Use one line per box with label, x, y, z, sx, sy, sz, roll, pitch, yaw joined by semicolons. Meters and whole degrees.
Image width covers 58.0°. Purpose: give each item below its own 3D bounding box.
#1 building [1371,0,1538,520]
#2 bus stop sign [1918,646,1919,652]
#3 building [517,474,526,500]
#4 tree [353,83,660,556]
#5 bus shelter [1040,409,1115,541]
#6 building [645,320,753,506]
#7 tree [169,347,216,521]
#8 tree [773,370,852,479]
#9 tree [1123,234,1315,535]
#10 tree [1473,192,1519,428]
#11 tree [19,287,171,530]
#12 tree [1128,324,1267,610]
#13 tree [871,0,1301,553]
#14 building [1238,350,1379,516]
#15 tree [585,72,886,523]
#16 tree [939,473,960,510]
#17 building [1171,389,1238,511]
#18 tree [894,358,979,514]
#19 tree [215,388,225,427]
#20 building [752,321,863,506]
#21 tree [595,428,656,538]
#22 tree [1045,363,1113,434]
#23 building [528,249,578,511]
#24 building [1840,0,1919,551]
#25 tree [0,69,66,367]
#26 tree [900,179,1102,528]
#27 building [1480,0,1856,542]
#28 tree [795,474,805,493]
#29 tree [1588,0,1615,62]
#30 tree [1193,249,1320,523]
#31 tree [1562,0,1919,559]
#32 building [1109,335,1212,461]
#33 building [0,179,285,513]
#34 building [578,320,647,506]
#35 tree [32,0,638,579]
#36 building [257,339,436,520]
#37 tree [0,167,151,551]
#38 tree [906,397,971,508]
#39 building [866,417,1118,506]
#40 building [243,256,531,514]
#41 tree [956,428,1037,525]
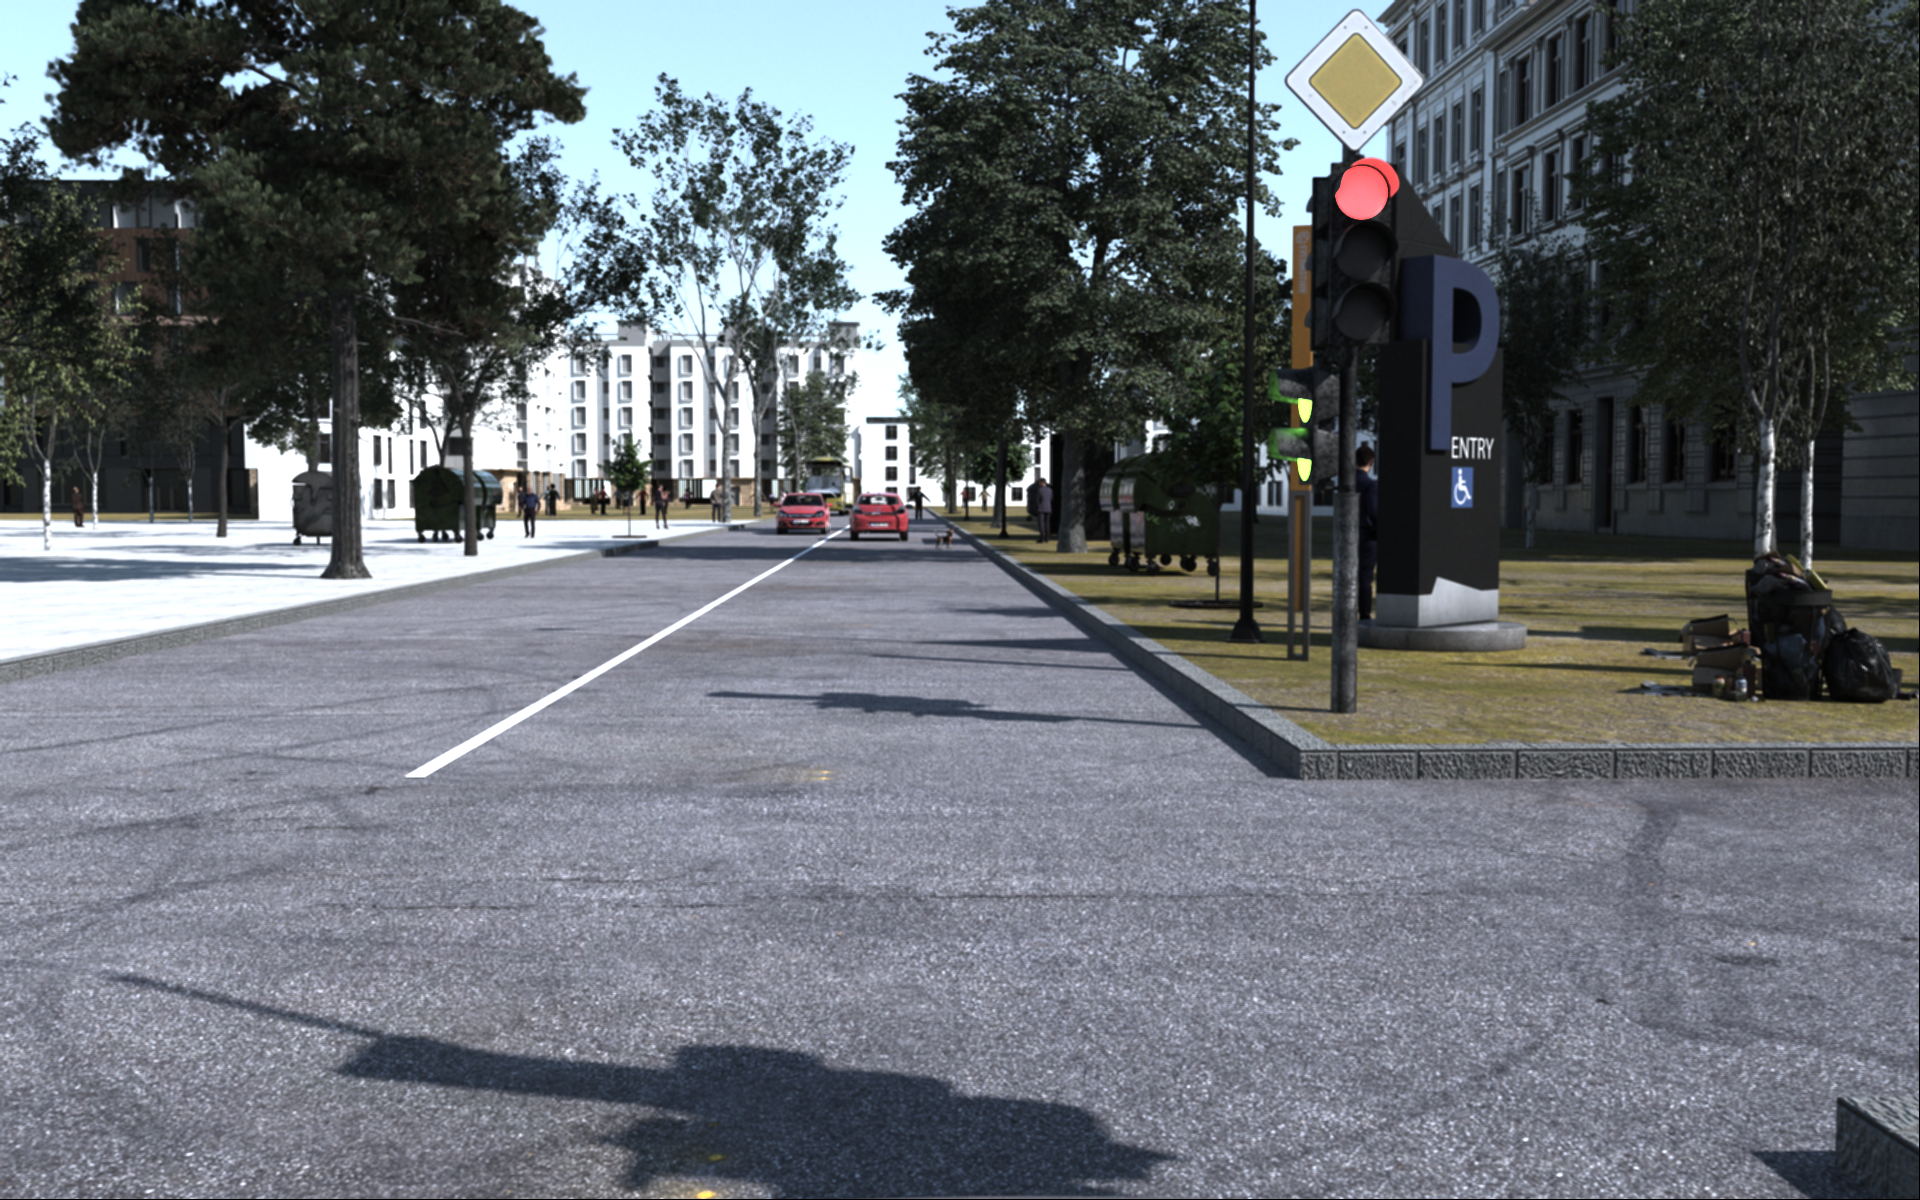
building;27.289;-17.717;75.582;13.634;28.700;20.117;0;4;-2
bus stop sign;8.140;-1.554;14.108;0.416;3.939;0.855;3;4;38
building;-61.527;-20.050;194.279;31.486;18.905;16.747;0;4;-2
tree;-10.103;-6.216;36.039;8.767;10.594;7.601;0;4;7
bus shelter;3.360;-3.610;50.314;1.731;3.624;6.357;0;4;-2
building;-28.241;-20.737;195.463;11.380;20.091;16.016;0;4;-2
tree;-36.246;-7.738;76.886;4.360;8.622;3.978;0;3;0
tree;-13.512;-14.703;158.518;7.486;12.596;7.792;0;3;0
tree;6.778;-5.866;46.268;4.737;8.622;4.395;0;3;0
tree;13.406;-5.551;41.128;4.360;8.622;3.978;0;3;0
tree;-30.939;-6.802;61.577;4.360;8.622;3.978;0;3;0
tree;3.017;-1.539;19.758;1.663;3.219;1.824;0;3;0
tree;2.383;-8.007;37.578;9.857;13.997;8.962;0;3;0
building;23.705;-9.746;101.498;9.099;9.664;28.070;0;4;-2
tree;-11.012;-13.590;78.093;12.611;20.169;13.585;0;3;0
tree;-0.870;-9.095;143.302;1.663;3.219;1.824;0;3;0
building;22.283;-11.467;129.628;9.099;9.664;28.070;0;4;-2
tree;-0.273;-12.015;122.198;9.928;11.665;9.643;0;3;0
tree;-36.702;-8.038;81.787;4.360;8.622;3.978;0;3;0
building;-16.805;-20.769;195.991;11.380;20.091;16.016;0;4;-2
tree;-9.646;-3.438;50.810;1.663;3.219;1.824;0;3;0
tree;5.516;-7.811;78.077;4.737;8.622;4.395;0;3;0
building;-36.995;-16.947;133.502;11.380;20.091;16.016;0;4;-2
building;33.062;-11.869;35.864;24.055;21.916;13.314;0;4;-2
tree;-19.283;-5.995;32.425;7.601;10.594;8.767;0;4;2
tree;1.637;-9.604;64.446;7.806;13.903;7.818;0;3;0
building;25.650;-13.392;55.110;11.583;22.565;21.152;0;4;-2
tree;-13.408;-9.586;151.340;1.663;3.219;1.824;0;3;0
tree;8.345;-4.092;17.265;4.360;8.622;3.978;0;3;0
tree;12.910;-9.448;76.532;6.751;12.117;7.091;0;3;0
tree;15.144;-6.989;32.402;7.486;12.596;7.792;0;3;0
building;23.352;-20.802;196.532;11.380;20.091;16.016;0;4;-2
building;-59.180;-17.294;126.734;32.646;21.610;27.936;0;4;-2
building;-39.591;-20.668;194.341;11.380;20.091;16.016;0;4;-2
tree;-9.402;-7.231;25.657;7.806;13.903;7.818;0;3;0
building;-34.656;-9.638;99.721;9.099;9.664;28.070;0;4;-2
tree;-20.740;-5.442;39.337;4.737;8.622;4.395;0;3;0
tree;-1.304;-14.693;158.355;7.486;12.596;7.792;0;3;0
building;3.665;-15.352;193.153;28.070;9.664;9.099;0;4;-2
building;-39.119;-16.057;118.958;16.016;20.091;11.380;0;4;-2
tree;1.470;-5.393;71.883;4.285;4.588;4.351;0;3;0
